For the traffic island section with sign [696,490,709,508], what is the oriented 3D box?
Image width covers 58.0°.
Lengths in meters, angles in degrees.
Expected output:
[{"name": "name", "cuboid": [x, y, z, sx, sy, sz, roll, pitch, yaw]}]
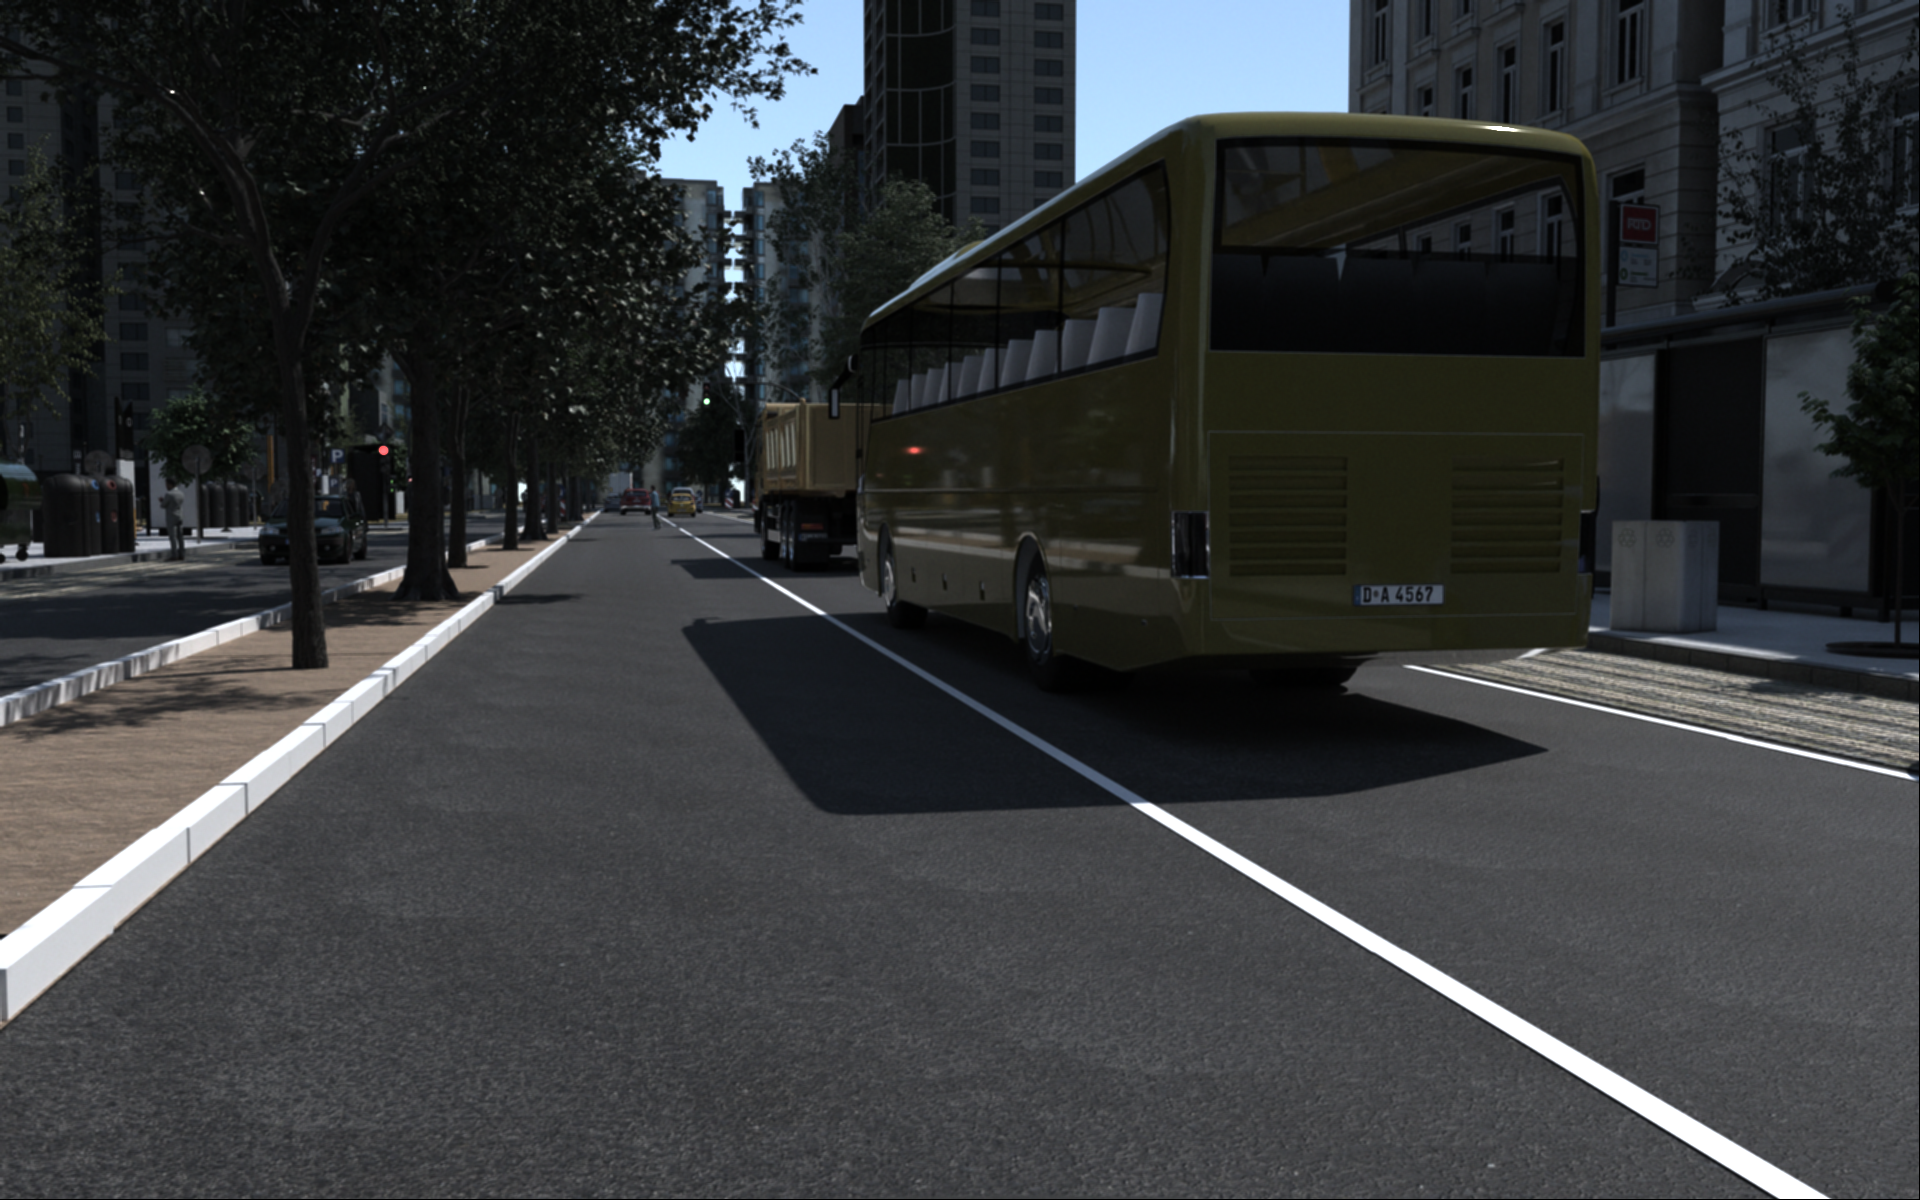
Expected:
[{"name": "traffic island section with sign", "cuboid": [-27.009, -10.408, 178.792, 1.989, 1.847, 2.006, -1, 4, -11]}]

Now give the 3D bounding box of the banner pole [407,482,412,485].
[{"name": "banner pole", "cuboid": [-37.963, -7.939, 119.819, 0.863, 3.779, 0.401, 2, 4, 30]}]

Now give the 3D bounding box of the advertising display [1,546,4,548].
[{"name": "advertising display", "cuboid": [-23.173, -2.196, 41.116, 0.974, 1.923, 0.123, 0, 4, 3]}]

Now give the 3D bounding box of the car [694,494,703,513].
[{"name": "car", "cuboid": [-20.589, -7.348, 132.149, 2.014, 1.417, 4.499, -1, 4, -11]}]

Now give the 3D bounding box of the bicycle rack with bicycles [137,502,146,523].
[{"name": "bicycle rack with bicycles", "cuboid": [-37.377, -3.934, 77.701, 2.925, 0.926, 2.852, 1, 4, 14]}]

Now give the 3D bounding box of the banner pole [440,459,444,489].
[{"name": "banner pole", "cuboid": [-35.946, -7.873, 118.743, 0.401, 3.779, 0.863, -3, 5, -41]}]

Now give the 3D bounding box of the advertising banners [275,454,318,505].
[{"name": "advertising banners", "cuboid": [-29.105, -4.877, 75.920, 0.090, 3.025, 2.074, 3, 5, 42]}]

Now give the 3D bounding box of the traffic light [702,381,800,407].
[{"name": "traffic light", "cuboid": [-8.049, -5.855, 70.400, 4.771, 5.953, 1.251, -1, 4, -11]}]

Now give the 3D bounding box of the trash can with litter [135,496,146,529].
[{"name": "trash can with litter", "cuboid": [-30.636, -3.202, 63.406, 1.678, 1.210, 2.233, 2, 4, 28]}]

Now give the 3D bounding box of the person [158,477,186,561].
[{"name": "person", "cuboid": [-16.842, -1.731, 36.983, 0.466, 1.800, 0.511, 0, 4, -1]}]

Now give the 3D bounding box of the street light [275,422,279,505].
[{"name": "street light", "cuboid": [-22.377, -5.130, 56.670, 0.468, 5.910, 1.993, -1, 4, -11]}]

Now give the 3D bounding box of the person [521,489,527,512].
[{"name": "person", "cuboid": [-34.137, -7.779, 135.867, 0.592, 1.802, 0.473, 3, 4, 38]}]

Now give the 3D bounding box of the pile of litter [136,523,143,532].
[{"name": "pile of litter", "cuboid": [-28.391, -2.749, 58.914, 1.176, 0.858, 1.719, 3, 4, 36]}]

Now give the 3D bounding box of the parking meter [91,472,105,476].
[{"name": "parking meter", "cuboid": [-22.861, -2.465, 46.018, 0.399, 1.863, 0.255, 3, 4, 37]}]

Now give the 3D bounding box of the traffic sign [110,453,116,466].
[{"name": "traffic sign", "cuboid": [-26.153, -3.287, 53.849, 0.768, 2.556, 0.104, 0, 4, -1]}]

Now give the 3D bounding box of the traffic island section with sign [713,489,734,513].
[{"name": "traffic island section with sign", "cuboid": [-17.517, -7.433, 130.163, 1.989, 1.847, 2.006, -1, 4, -11]}]

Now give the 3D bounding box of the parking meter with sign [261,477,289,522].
[{"name": "parking meter with sign", "cuboid": [-31.031, -5.067, 79.108, 1.738, 3.016, 0.543, 0, 4, -4]}]

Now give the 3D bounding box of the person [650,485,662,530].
[{"name": "person", "cuboid": [-12.057, -3.654, 68.592, 0.444, 1.785, 0.601, 1, 4, 22]}]

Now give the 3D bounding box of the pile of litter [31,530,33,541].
[{"name": "pile of litter", "cuboid": [-25.767, -2.083, 48.026, 1.176, 0.858, 1.719, -2, 4, -27]}]

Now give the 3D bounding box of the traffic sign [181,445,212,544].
[{"name": "traffic sign", "cuboid": [-19.729, -2.734, 44.813, 0.768, 2.556, 0.104, 0, 4, -8]}]

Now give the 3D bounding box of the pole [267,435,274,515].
[{"name": "pole", "cuboid": [-23.868, -4.045, 59.987, 0.158, 3.312, 0.155, 0, 3, 0]}]

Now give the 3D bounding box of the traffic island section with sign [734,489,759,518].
[{"name": "traffic island section with sign", "cuboid": [-12.228, -5.778, 103.090, 1.989, 1.847, 2.006, -1, 4, -11]}]

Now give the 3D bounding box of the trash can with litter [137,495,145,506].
[{"name": "trash can with litter", "cuboid": [-64.556, -7.633, 136.183, 0.624, 1.170, 1.055, 2, 4, 26]}]

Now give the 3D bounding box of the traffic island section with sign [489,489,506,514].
[{"name": "traffic island section with sign", "cuboid": [-33.590, -7.201, 126.360, 1.989, 1.847, 2.006, -1, 4, -11]}]

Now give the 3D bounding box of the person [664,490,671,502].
[{"name": "person", "cuboid": [-31.277, -10.887, 186.438, 1.348, 1.831, 0.705, -3, 5, -42]}]

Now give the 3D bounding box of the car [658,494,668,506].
[{"name": "car", "cuboid": [-34.442, -11.598, 199.843, 2.015, 1.641, 3.980, -1, 4, -12]}]

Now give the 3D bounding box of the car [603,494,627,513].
[{"name": "car", "cuboid": [-26.729, -7.489, 134.448, 2.014, 1.417, 4.499, -1, 4, -10]}]

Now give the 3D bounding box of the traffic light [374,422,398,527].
[{"name": "traffic light", "cuboid": [-22.462, -4.820, 67.725, 0.839, 4.253, 0.868, -1, 4, -11]}]

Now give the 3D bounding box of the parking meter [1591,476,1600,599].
[{"name": "parking meter", "cuboid": [7.586, -0.947, 21.196, 0.399, 1.863, 0.255, 3, 4, 37]}]

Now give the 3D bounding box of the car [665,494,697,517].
[{"name": "car", "cuboid": [-17.402, -5.989, 108.141, 2.015, 1.641, 3.980, -1, 4, -9]}]

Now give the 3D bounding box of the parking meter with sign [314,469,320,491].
[{"name": "parking meter with sign", "cuboid": [-44.688, -7.548, 119.669, 1.738, 3.016, 0.543, 3, 5, 41]}]

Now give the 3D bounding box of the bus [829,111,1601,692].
[{"name": "bus", "cuboid": [1.114, -1.465, 15.498, 2.896, 3.916, 12.252, -1, 4, -12]}]

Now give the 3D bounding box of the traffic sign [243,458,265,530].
[{"name": "traffic sign", "cuboid": [-25.260, -3.786, 61.999, 0.768, 2.556, 0.104, 0, 4, -4]}]

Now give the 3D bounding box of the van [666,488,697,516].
[{"name": "van", "cuboid": [-18.159, -6.494, 113.195, 2.013, 2.044, 4.112, -1, 4, -10]}]

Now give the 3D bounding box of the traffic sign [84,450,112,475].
[{"name": "traffic sign", "cuboid": [-25.002, -3.068, 50.261, 0.768, 2.556, 0.104, -1, 4, -10]}]

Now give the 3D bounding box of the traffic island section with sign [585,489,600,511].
[{"name": "traffic island section with sign", "cuboid": [-32.138, -8.696, 150.315, 2.006, 1.907, 1.989, -1, 4, -11]}]

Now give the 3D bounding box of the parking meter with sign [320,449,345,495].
[{"name": "parking meter with sign", "cuboid": [-23.852, -4.270, 66.069, 0.543, 3.016, 1.738, -1, 4, -11]}]

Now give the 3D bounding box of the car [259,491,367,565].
[{"name": "car", "cuboid": [-13.622, -1.638, 36.567, 2.009, 1.686, 4.222, -1, 4, -12]}]

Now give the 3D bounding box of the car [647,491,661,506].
[{"name": "car", "cuboid": [-38.594, -12.781, 217.636, 2.281, 1.827, 5.304, -1, 4, -10]}]

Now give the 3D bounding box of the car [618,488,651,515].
[{"name": "car", "cuboid": [-22.331, -6.759, 119.180, 2.281, 1.827, 5.304, -1, 4, -13]}]

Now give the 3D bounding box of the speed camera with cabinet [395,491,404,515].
[{"name": "speed camera with cabinet", "cuboid": [-35.523, -6.965, 108.218, 0.660, 3.252, 2.038, 1, 4, 11]}]

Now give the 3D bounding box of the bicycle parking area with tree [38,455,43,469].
[{"name": "bicycle parking area with tree", "cuboid": [-65.735, -8.711, 129.430, 8.231, 4.147, 9.016, -1, 4, -23]}]

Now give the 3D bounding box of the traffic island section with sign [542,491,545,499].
[{"name": "traffic island section with sign", "cuboid": [-48.588, -11.896, 203.121, 1.989, 1.847, 2.006, -1, 4, -11]}]

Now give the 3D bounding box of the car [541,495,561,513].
[{"name": "car", "cuboid": [-31.355, -7.625, 133.714, 2.155, 1.783, 4.494, -1, 4, -11]}]

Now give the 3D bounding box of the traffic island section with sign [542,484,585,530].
[{"name": "traffic island section with sign", "cuboid": [-17.735, -4.185, 76.564, 2.006, 1.907, 1.989, -1, 4, -11]}]

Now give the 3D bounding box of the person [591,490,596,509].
[{"name": "person", "cuboid": [-34.973, -9.564, 164.850, 0.705, 1.826, 1.348, 1, 4, 17]}]

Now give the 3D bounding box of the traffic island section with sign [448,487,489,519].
[{"name": "traffic island section with sign", "cuboid": [-28.438, -5.582, 99.900, 1.989, 1.847, 2.006, -1, 4, -11]}]

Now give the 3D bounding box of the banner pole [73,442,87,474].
[{"name": "banner pole", "cuboid": [-42.661, -5.754, 84.101, 0.863, 3.779, 0.401, 0, 4, 7]}]

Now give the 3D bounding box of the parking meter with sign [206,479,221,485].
[{"name": "parking meter with sign", "cuboid": [-33.768, -5.018, 78.301, 0.543, 3.016, 1.738, 0, 4, 0]}]

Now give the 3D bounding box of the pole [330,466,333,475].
[{"name": "pole", "cuboid": [-45.763, -8.096, 126.208, 0.158, 3.312, 0.155, 0, 3, 0]}]

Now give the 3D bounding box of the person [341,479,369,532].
[{"name": "person", "cuboid": [-14.595, -2.019, 41.701, 0.709, 1.800, 0.728, -2, 4, -35]}]

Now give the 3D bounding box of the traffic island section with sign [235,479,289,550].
[{"name": "traffic island section with sign", "cuboid": [-17.811, -2.255, 45.497, 1.989, 1.847, 2.006, -1, 4, -11]}]

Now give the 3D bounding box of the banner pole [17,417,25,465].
[{"name": "banner pole", "cuboid": [-28.201, -3.796, 52.076, 0.401, 3.779, 0.863, -1, 4, -16]}]

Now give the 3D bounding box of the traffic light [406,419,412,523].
[{"name": "traffic light", "cuboid": [-21.955, -6.197, 75.995, 4.771, 5.953, 1.251, -1, 4, -11]}]

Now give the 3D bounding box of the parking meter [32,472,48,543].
[{"name": "parking meter", "cuboid": [-24.256, -2.446, 45.696, 0.399, 1.863, 0.255, -3, 5, -43]}]
